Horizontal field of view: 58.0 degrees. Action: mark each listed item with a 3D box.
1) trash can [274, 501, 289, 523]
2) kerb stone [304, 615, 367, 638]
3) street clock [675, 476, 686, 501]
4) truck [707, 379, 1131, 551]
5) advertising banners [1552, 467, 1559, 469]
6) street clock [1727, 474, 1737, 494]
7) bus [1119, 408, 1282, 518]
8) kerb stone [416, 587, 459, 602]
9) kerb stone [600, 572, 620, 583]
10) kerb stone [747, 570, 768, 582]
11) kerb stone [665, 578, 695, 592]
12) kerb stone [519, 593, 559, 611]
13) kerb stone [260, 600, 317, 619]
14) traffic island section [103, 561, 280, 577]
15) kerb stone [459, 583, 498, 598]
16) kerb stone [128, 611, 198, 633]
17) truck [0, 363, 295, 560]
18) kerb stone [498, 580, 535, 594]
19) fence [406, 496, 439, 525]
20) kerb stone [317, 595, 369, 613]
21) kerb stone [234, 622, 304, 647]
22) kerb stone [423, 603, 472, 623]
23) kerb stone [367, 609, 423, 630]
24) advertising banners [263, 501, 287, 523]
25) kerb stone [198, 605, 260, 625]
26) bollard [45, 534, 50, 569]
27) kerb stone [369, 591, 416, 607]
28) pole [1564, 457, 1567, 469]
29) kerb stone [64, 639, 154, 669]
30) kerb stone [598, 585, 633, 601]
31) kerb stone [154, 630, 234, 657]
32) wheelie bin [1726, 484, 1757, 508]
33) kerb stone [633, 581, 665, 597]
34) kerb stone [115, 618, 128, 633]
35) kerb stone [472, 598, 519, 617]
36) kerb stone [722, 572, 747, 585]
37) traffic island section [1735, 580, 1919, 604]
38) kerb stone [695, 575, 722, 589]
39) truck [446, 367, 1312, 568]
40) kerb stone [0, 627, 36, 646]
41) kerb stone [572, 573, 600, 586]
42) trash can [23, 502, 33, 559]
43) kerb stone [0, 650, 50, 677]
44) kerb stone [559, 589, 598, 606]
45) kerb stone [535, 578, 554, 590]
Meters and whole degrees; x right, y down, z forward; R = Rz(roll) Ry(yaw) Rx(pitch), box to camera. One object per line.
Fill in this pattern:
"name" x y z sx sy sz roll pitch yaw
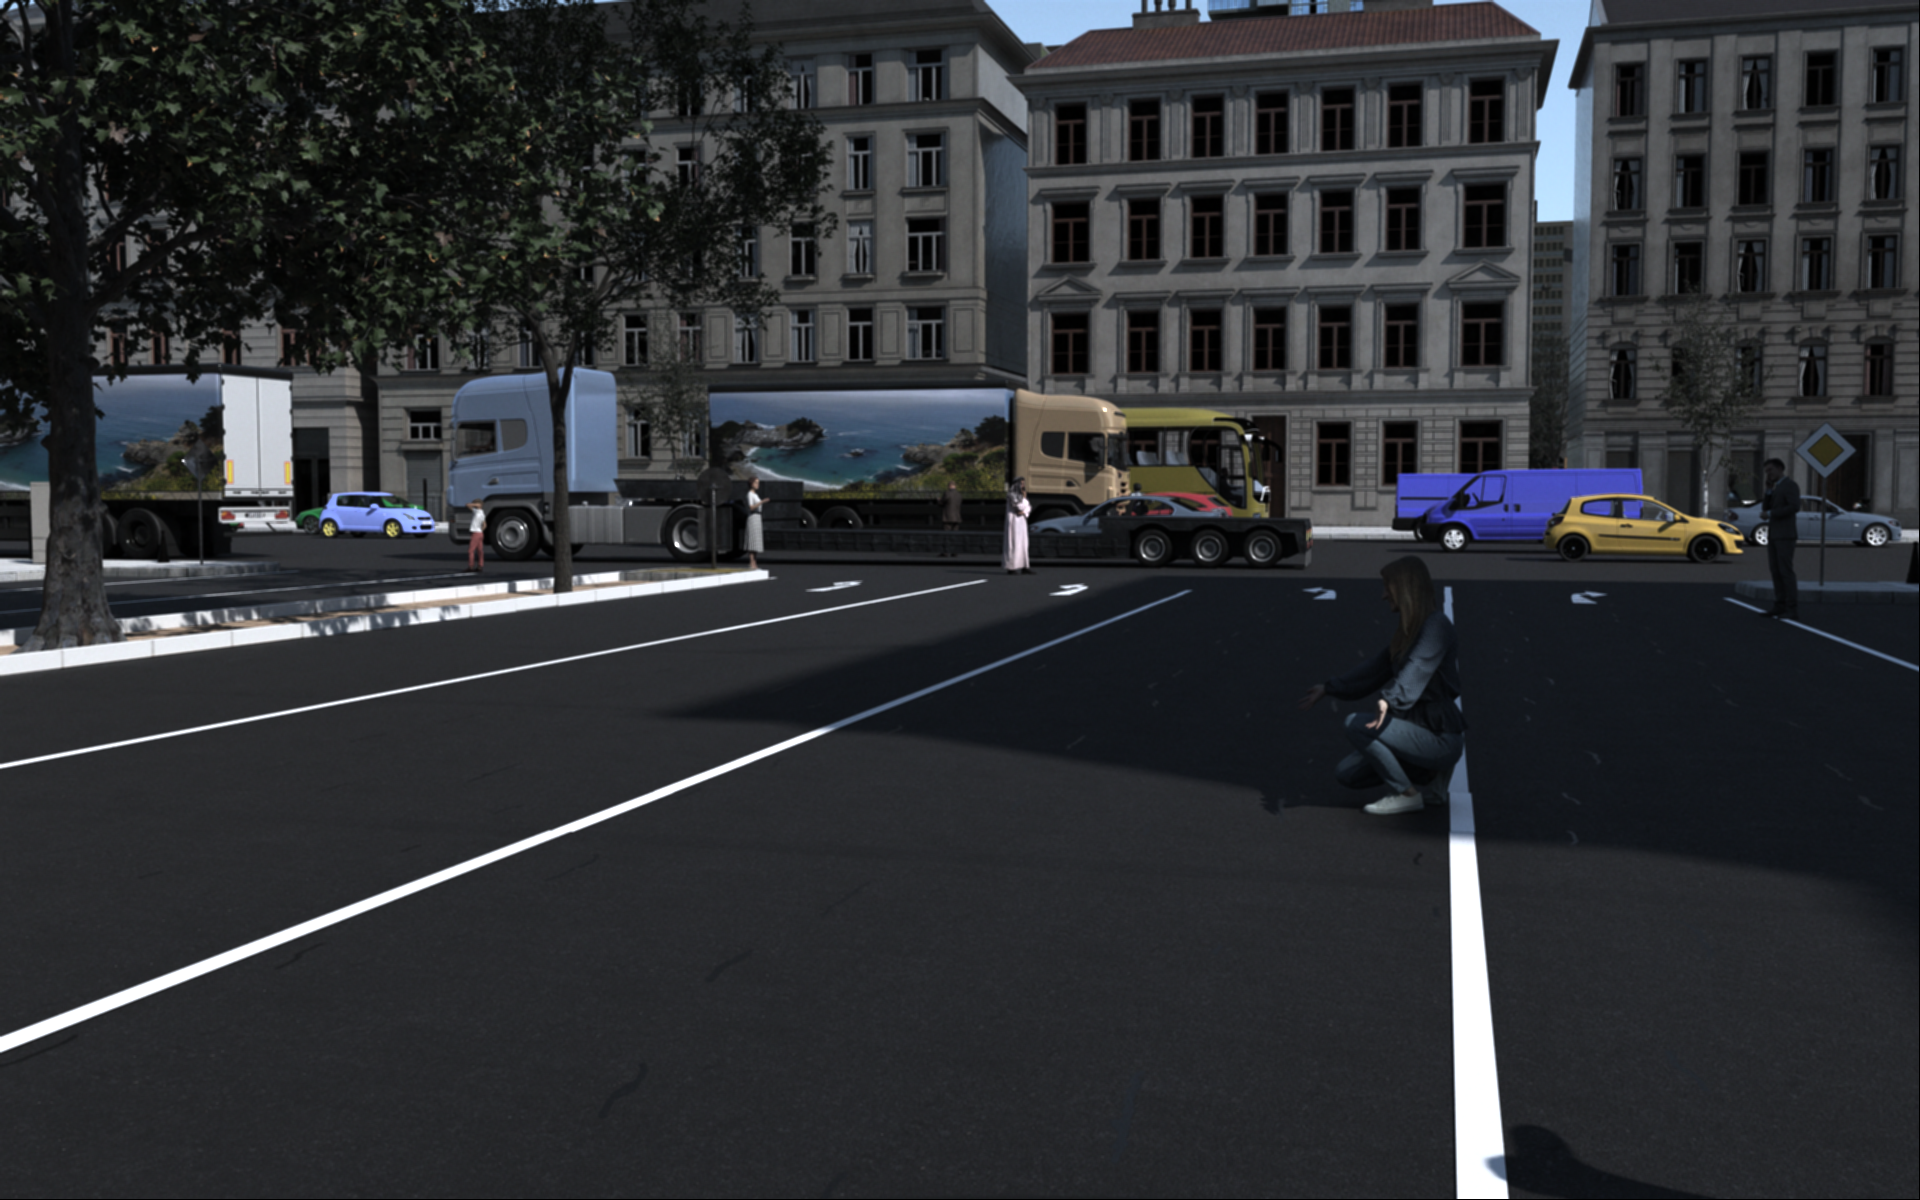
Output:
"trash can" -30.334 -4.025 77.456 0.748 1.137 0.748 0 3 0
"kerb stone" -6.443 0.275 17.704 0.120 0.150 1.000 1 4 16
"street clock" -11.181 -3.954 69.216 0.471 2.002 0.358 3 5 43
"truck" -0.716 -3.369 44.005 11.283 4.237 2.839 1 4 14
"advertising banners" 39.203 -7.109 112.427 2.074 3.025 0.090 -2 4 -25
"street clock" 27.785 -3.534 62.355 0.358 2.002 0.471 1 4 17
"bus" 3.074 -3.617 50.679 12.252 3.916 2.896 1 4 17
"kerb stone" -7.084 -0.064 23.235 0.120 0.150 1.000 1 4 16
"kerb stone" -5.702 -0.367 28.191 0.120 0.150 1.000 1 4 16
"kerb stone" -3.409 -0.393 28.619 0.120 0.150 1.000 1 4 16
"kerb stone" -4.231 -0.211 25.641 0.120 0.150 1.000 1 4 16
"kerb stone" -5.347 0.032 21.670 0.120 0.150 1.000 1 4 16
"kerb stone" -7.914 0.119 20.254 0.120 0.150 1.000 1 4 16
"traffic island section" -13.755 -0.556 31.371 2.009 0.180 2.903 1 4 16
"kerb stone" -6.809 -0.124 24.224 0.120 0.150 1.000 1 4 16
"kerb stone" -8.468 0.243 18.268 0.120 0.150 1.000 1 4 16
"truck" -20.808 -3.111 39.785 11.283 4.237 2.839 1 4 17
"kerb stone" -6.537 -0.185 25.214 0.120 0.150 1.000 1 4 16
"fence" -22.530 -3.667 71.161 0.480 1.192 2.264 3 4 39
"kerb stone" -7.635 0.058 21.248 0.120 0.150 1.000 1 4 16
"kerb stone" -6.728 0.337 16.711 0.120 0.150 1.000 1 4 16
"kerb stone" -5.895 0.156 19.682 0.120 0.150 1.000 1 4 16
"kerb stone" -6.165 0.215 18.692 0.120 0.150 1.000 1 4 16
"advertising banners" -30.002 -4.896 76.233 2.074 3.025 0.090 2 4 33
"kerb stone" -8.191 0.179 19.266 0.120 0.150 1.000 1 4 16
"bollard" -15.638 -0.843 29.820 0.229 0.601 0.229 0 3 0
"kerb stone" -7.357 -0.002 22.246 0.120 0.150 1.000 1 4 16
"pole" 33.634 -6.264 96.262 0.158 3.312 0.155 0 3 0
"kerb stone" -7.279 0.458 14.711 0.120 0.150 1.000 1 4 16
"kerb stone" -4.786 -0.089 23.653 0.120 0.150 1.000 1 4 16
"kerb stone" -7.004 0.398 15.719 0.120 0.150 1.000 1 4 16
"wheelie bin" 24.434 -2.834 54.243 0.980 1.594 0.693 -1 4 -19
"kerb stone" -4.510 -0.147 24.645 0.120 0.150 1.000 1 4 16
"kerb stone" -8.743 0.302 17.269 0.120 0.150 1.000 1 4 16
"kerb stone" -5.611 0.097 20.678 0.120 0.150 1.000 1 4 16
"kerb stone" -3.679 -0.332 27.623 0.120 0.150 1.000 1 4 16
"traffic island section" 12.057 -0.118 24.206 2.009 0.180 2.903 1 4 16
"kerb stone" -3.960 -0.272 26.636 0.120 0.150 1.000 1 4 16
"truck" -2.287 -2.825 35.945 18.799 4.110 2.967 1 4 14
"kerb stone" -9.020 0.362 16.280 0.120 0.150 1.000 1 4 16
"kerb stone" -5.978 -0.306 27.202 0.120 0.150 1.000 1 4 16
"trash can" -17.215 -1.283 32.636 0.748 1.137 0.748 0 3 0
"kerb stone" -7.553 0.519 13.718 0.120 0.150 1.000 1 4 16
"kerb stone" -5.061 -0.025 22.658 0.120 0.150 1.000 1 4 16
"kerb stone" -6.246 -0.246 26.210 0.120 0.150 1.000 1 4 16
